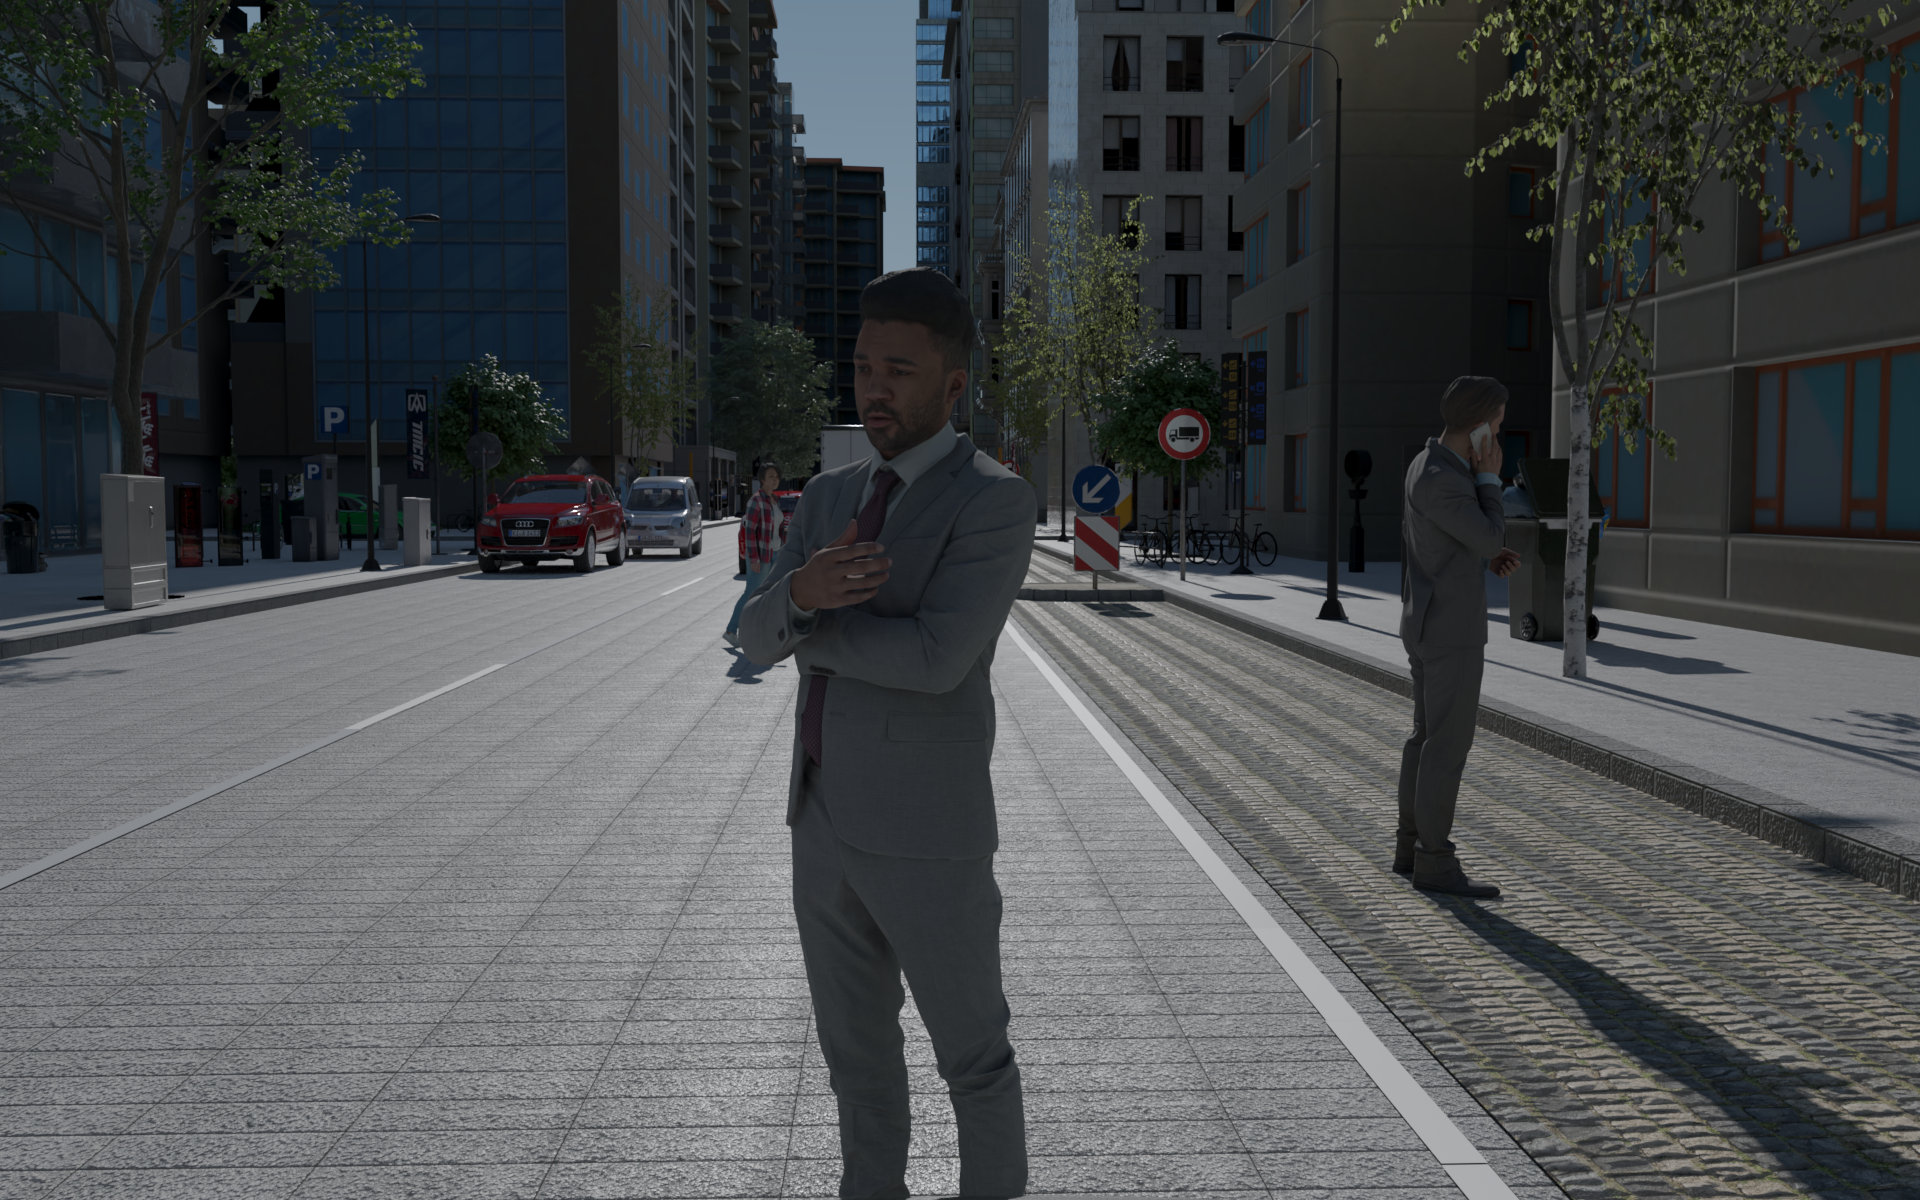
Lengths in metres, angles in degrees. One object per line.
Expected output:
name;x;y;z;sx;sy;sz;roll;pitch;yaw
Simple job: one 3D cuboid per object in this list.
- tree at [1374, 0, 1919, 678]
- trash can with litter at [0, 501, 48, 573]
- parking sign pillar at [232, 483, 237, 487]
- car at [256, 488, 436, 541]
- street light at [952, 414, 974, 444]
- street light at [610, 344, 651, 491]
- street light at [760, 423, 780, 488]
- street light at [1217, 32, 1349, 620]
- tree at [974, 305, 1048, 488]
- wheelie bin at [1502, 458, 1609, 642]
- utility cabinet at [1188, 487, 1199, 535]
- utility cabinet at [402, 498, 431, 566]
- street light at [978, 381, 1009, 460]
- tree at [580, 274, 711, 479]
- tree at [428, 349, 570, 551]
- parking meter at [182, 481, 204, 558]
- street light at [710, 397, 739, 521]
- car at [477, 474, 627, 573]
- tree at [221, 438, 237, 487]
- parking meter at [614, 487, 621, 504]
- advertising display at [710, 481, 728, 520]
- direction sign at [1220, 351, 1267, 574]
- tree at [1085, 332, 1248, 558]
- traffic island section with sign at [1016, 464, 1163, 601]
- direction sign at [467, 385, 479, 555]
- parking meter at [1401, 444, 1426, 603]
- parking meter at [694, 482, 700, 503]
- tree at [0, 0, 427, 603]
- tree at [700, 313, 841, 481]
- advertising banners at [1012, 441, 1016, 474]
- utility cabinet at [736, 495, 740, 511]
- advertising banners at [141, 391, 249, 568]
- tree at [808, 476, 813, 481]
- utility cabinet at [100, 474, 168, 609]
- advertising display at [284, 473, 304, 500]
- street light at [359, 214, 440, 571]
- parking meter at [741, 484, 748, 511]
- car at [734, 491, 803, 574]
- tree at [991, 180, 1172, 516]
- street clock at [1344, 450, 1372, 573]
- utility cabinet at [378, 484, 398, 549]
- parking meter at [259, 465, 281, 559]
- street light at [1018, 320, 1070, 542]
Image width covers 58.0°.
tree;4.546;-3.760;11.845;4.360;8.622;3.978;0;3;0
trash can with litter;-15.266;-1.028;28.195;0.624;1.170;1.055;-1;4;-14
parking sign pillar;-49.858;-8.006;119.378;1.447;3.967;1.447;0;4;8
car;-17.057;-2.415;48.285;4.718;1.807;1.959;0;4;-2
street light;0.258;-7.838;100.693;1.470;5.913;1.316;0;4;-2
street light;-10.279;-4.973;53.851;1.470;5.913;1.316;0;4;-2
street light;-12.404;-8.570;112.666;1.470;5.913;1.316;0;4;-2
street light;3.282;-2.756;17.603;1.470;5.913;1.316;0;4;-2
tree;2.685;-7.205;68.162;4.737;8.622;4.395;0;3;0
wheelie bin;5.183;-0.450;15.273;0.980;1.594;0.693;-1;4;-9
utility cabinet;7.326;-2.805;54.545;0.318;1.500;1.173;0;4;6
utility cabinet;-9.779;-1.227;31.228;0.306;1.237;1.020;0;4;-6
street light;1.449;-6.024;71.038;1.470;5.913;1.316;0;4;-2
tree;-10.771;-6.647;59.034;4.737;8.622;4.395;0;3;0
tree;-10.618;-3.406;39.405;4.285;4.588;4.351;0;3;0
parking meter;-15.390;-1.610;34.734;0.372;1.533;0.369;0;3;0
street light;-11.290;-6.767;83.183;1.470;5.913;1.316;0;4;-2
car;-7.749;-1.503;33.240;2.281;1.827;5.304;0;4;-1
tree;-36.563;-6.223;85.454;4.285;4.588;4.351;0;3;0
parking meter;-12.002;-3.181;60.425;0.372;1.533;0.369;0;3;0
advertising display;-12.071;-4.988;86.760;0.974;1.923;0.123;1;4;16
direction sign;4.529;-2.185;27.723;0.379;3.537;0.876;-3;5;-44
tree;4.356;-3.154;35.288;4.285;4.588;4.351;0;3;0
traffic island section with sign;1.691;-0.940;23.998;1.989;1.847;2.006;0;4;-2
direction sign;-10.182;-2.712;36.334;0.379;3.537;0.876;-2;4;-27
parking meter;5.423;-0.902;20.455;0.399;1.863;0.255;-3;5;-44
parking meter;-12.716;-4.780;83.866;0.255;1.863;0.399;0;4;-3
tree;-9.943;-5.805;20.661;9.928;11.665;9.643;0;3;0
tree;-13.592;-13.216;122.738;9.857;13.997;8.962;0;3;0
advertising banners;1.962;-3.714;56.909;0.090;3.025;2.074;-1;4;-12
utility cabinet;-16.514;-7.151;128.079;0.306;1.237;1.020;-1;4;-20
advertising banners;-13.454;-2.081;30.211;0.090;3.025;2.074;3;5;40
tree;-15.879;-11.707;186.015;1.663;3.219;1.824;0;3;0
utility cabinet;-9.293;-0.664;19.534;0.318;1.500;1.173;0;4;-7
advertising display;-20.266;-2.922;52.985;0.123;1.923;0.974;1;4;19
street light;-9.328;-3.445;28.865;1.470;5.913;1.316;0;4;-2
parking meter;-12.078;-5.581;96.959;0.255;1.863;0.399;-3;4;-38
car;-3.175;-1.434;32.484;2.155;1.783;4.494;0;4;-4
tree;3.063;-5.500;40.284;4.360;8.622;3.978;0;3;0
street clock;6.495;-1.452;28.305;0.358;2.002;0.471;-1;4;-23
utility cabinet;-13.300;-1.930;40.228;0.318;1.500;1.173;-2;4;-24
parking meter;-13.607;-1.739;34.148;0.255;1.863;0.399;0;4;-1
street light;2.243;-4.520;46.440;1.470;5.913;1.316;0;4;-2
